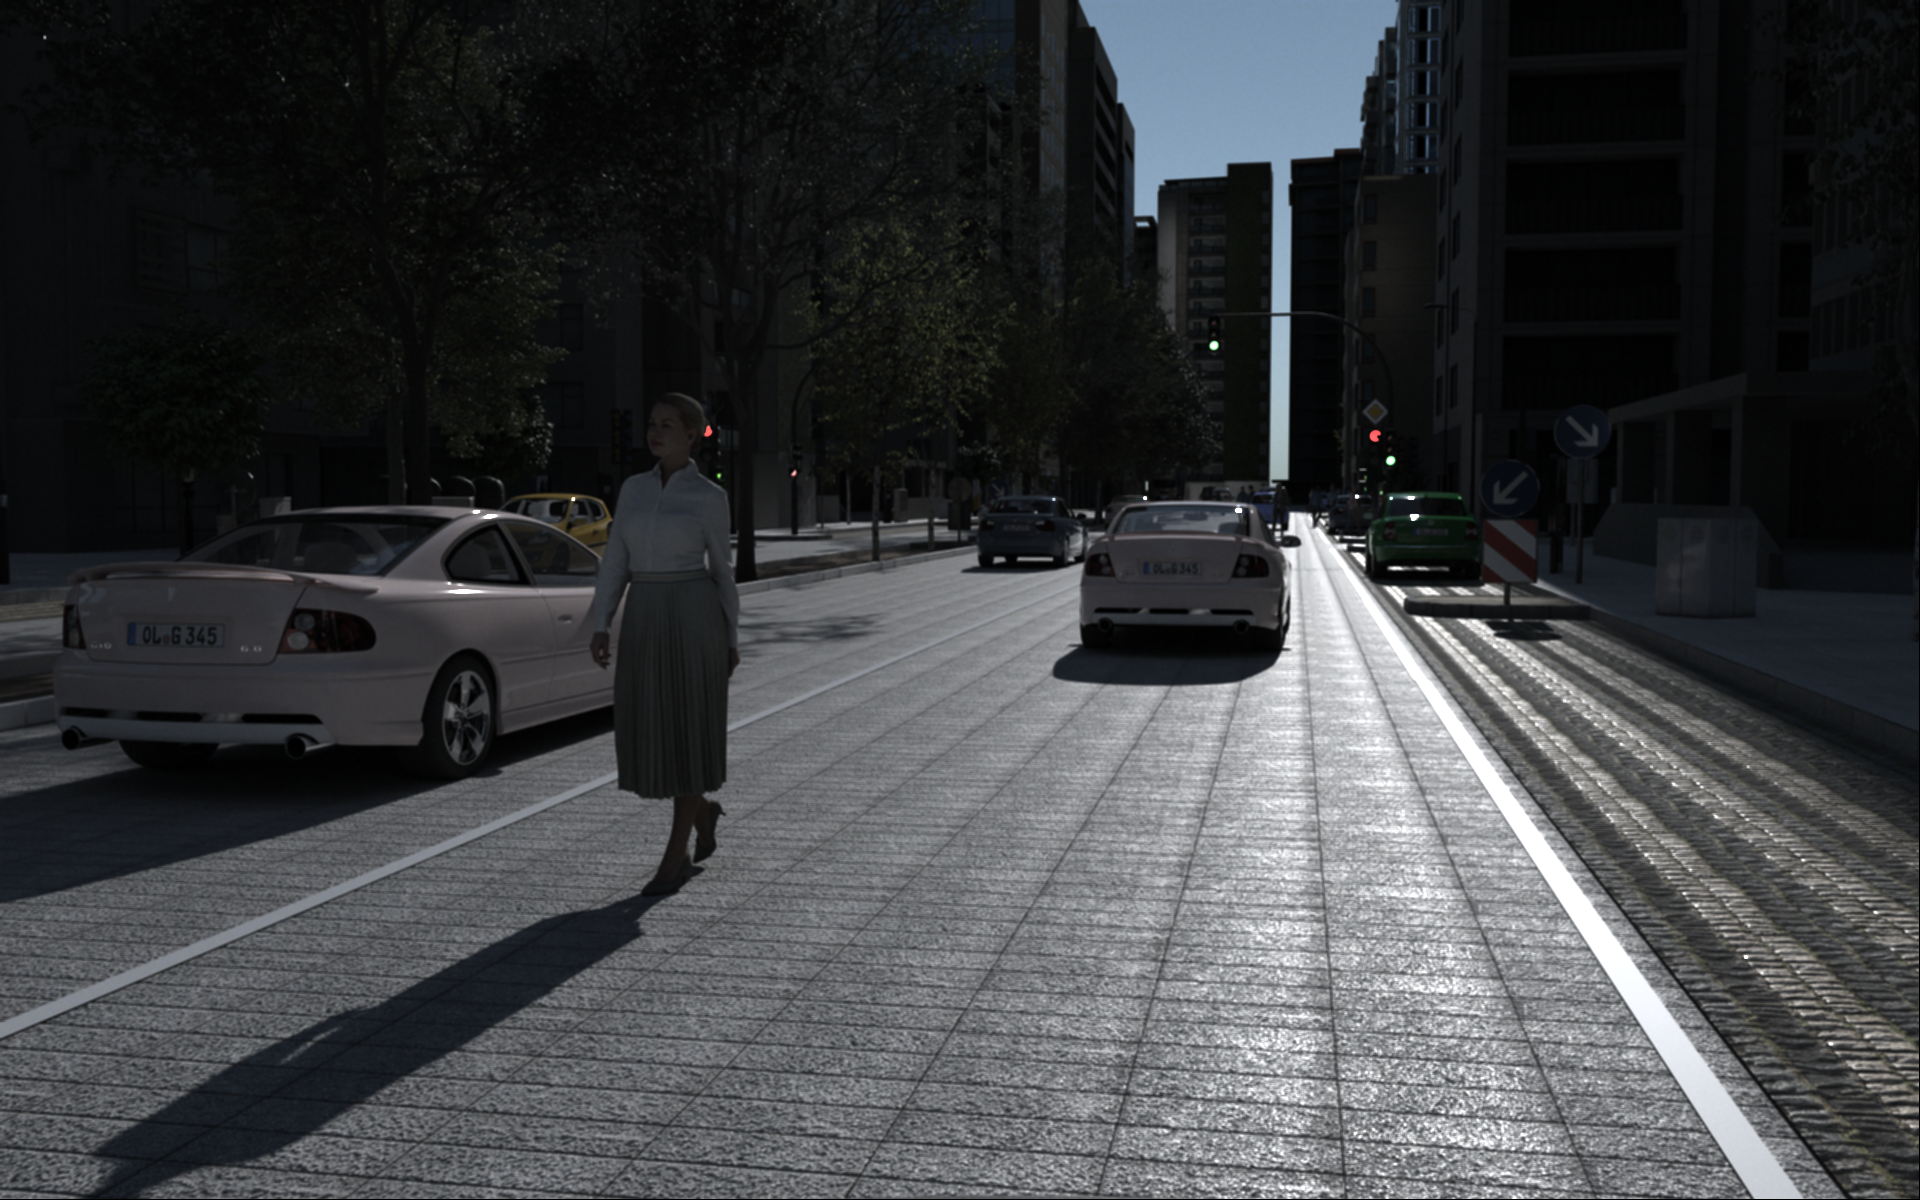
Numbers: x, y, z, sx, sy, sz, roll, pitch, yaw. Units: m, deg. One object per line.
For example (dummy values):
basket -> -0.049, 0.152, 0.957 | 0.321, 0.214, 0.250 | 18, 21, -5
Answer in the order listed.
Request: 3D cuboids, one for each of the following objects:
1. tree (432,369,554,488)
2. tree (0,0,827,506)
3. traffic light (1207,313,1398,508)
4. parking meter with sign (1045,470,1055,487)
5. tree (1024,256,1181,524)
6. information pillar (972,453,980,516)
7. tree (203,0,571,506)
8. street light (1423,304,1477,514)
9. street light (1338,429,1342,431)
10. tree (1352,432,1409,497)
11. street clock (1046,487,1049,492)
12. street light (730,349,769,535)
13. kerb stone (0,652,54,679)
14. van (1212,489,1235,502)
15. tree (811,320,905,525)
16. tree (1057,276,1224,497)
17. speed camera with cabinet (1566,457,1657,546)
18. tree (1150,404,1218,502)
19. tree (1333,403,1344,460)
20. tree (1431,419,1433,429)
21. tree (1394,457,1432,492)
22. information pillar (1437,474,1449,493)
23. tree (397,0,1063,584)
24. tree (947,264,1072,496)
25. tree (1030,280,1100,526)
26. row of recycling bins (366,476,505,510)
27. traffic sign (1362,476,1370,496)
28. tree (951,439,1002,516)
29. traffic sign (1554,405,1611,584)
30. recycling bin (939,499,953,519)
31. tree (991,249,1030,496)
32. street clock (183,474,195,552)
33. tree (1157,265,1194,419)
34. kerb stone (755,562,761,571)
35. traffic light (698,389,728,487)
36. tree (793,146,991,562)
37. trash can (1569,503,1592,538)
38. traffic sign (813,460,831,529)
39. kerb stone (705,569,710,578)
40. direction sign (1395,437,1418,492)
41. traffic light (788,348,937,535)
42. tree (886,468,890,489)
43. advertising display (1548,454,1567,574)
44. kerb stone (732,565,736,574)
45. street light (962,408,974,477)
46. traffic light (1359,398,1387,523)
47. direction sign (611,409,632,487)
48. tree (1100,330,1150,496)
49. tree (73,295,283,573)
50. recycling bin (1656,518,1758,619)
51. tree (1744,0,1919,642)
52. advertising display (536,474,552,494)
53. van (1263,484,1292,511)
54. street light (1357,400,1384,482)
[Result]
tree -> -12.218, -3.787, 45.633 | 4.285, 4.588, 4.351 | 0, 3, 0
tree -> -5.170, -4.904, 17.054 | 8.767, 10.594, 7.601 | 1, 4, 11
traffic light -> 8.593, -4.201, 43.356 | 4.771, 5.953, 1.251 | 1, 4, 11
parking meter with sign -> 6.639, -7.976, 126.669 | 0.543, 3.016, 1.738 | 0, 4, -6
tree -> 6.514, -9.861, 81.815 | 7.486, 12.596, 7.792 | 0, 3, 0
information pillar -> 0.914, -6.620, 99.595 | 0.504, 3.616, 0.183 | 3, 5, 44
tree -> -12.267, -7.218, 36.143 | 7.486, 12.596, 7.792 | 0, 3, 0
street light -> 12.002, -4.270, 42.360 | 1.470, 5.913, 1.316 | 1, 4, 11
street light -> 27.812, -9.292, 124.466 | 1.470, 5.913, 1.316 | 1, 4, 11
tree -> 21.712, -6.433, 88.890 | 4.285, 4.588, 4.351 | 0, 3, 0
street clock -> 6.175, -7.178, 121.924 | 0.471, 2.002, 0.358 | -2, 4, -33
street light -> -6.665, -5.014, 54.513 | 1.470, 5.913, 1.316 | 1, 4, 11
kerb stone -> -7.383, 0.527, 13.571 | 0.120, 0.150, 1.000 | 1, 4, 11
van -> 20.035, -7.677, 132.533 | 2.013, 2.044, 4.112 | 1, 4, 10
tree -> -4.482, -7.466, 72.426 | 4.737, 8.622, 4.395 | 0, 3, 0
tree -> 8.498, -10.444, 90.221 | 9.611, 12.733, 9.660 | 0, 3, 0
speed camera with cabinet -> 15.838, -2.923, 42.121 | 2.038, 3.252, 0.660 | 2, 4, 29
tree -> 12.727, -10.795, 113.370 | 8.767, 10.594, 7.601 | 1, 4, 11
tree -> 29.778, -10.898, 128.543 | 4.360, 8.622, 3.978 | 0, 3, 0
tree -> 27.093, -8.622, 91.330 | 4.360, 8.622, 3.978 | 0, 3, 0
tree -> 20.777, -5.219, 79.928 | 1.663, 3.219, 1.824 | 0, 3, 0
information pillar -> 17.433, -3.553, 62.580 | 0.304, 2.012, 0.304 | -1, 4, -13
tree -> -3.391, -6.981, 26.960 | 12.009, 13.543, 11.850 | 0, 3, 0
tree -> 1.534, -6.184, 53.930 | 4.737, 8.622, 4.395 | 0, 3, 0
tree -> 2.469, -6.505, 59.182 | 4.360, 8.622, 3.978 | 0, 3, 0
row of recycling bins -> -11.911, -1.991, 39.665 | 1.069, 1.692, 3.534 | 3, 4, 36
traffic sign -> 22.320, -5.773, 94.497 | 0.768, 2.556, 0.104 | 1, 4, 19
tree -> 1.028, -7.317, 103.346 | 4.285, 4.588, 4.351 | 0, 3, 0
traffic sign -> 8.884, -1.509, 24.774 | 0.768, 2.556, 0.104 | 1, 4, 19
recycling bin -> -0.674, -4.670, 88.902 | 0.722, 1.027, 0.722 | 1, 4, 14
tree -> -0.669, -5.447, 41.883 | 4.360, 8.622, 3.978 | 0, 3, 0
street clock -> -17.226, -2.082, 38.619 | 0.471, 2.002, 0.358 | -3, 5, -41
tree -> 3.983, -9.440, 67.163 | 12.009, 13.543, 11.850 | 0, 3, 0
kerb stone -> -3.893, -0.578, 31.706 | 0.120, 0.150, 1.000 | 1, 4, 11
traffic light -> -6.682, -3.517, 46.418 | 0.839, 4.253, 0.868 | 1, 4, 11
tree -> -1.742, -5.112, 36.394 | 4.360, 8.622, 3.978 | 0, 3, 0
trash can -> 18.262, -2.405, 50.976 | 0.748, 1.137, 0.748 | 0, 3, 0
traffic sign -> -5.083, -3.898, 63.833 | 0.768, 2.556, 0.104 | 1, 4, 14
kerb stone -> -4.282, -0.458, 29.686 | 0.120, 0.150, 1.000 | 1, 4, 11
direction sign -> 17.718, -4.694, 68.748 | 0.876, 3.537, 0.379 | 2, 4, 26
traffic light -> -3.100, -4.846, 53.898 | 4.771, 5.953, 1.251 | 1, 4, 11
tree -> -4.470, -6.710, 104.303 | 1.663, 3.219, 1.824 | 0, 3, 0
advertising display -> 9.721, -1.405, 28.182 | 0.123, 1.923, 0.974 | 2, 4, 28
kerb stone -> -4.086, -0.518, 30.697 | 0.120, 0.150, 1.000 | 1, 4, 11
street light -> 0.663, -7.330, 92.388 | 1.470, 5.913, 1.316 | 1, 4, 11
traffic light -> 12.176, -3.793, 50.943 | 0.839, 4.253, 0.868 | 1, 4, 11
direction sign -> -9.022, -3.320, 46.277 | 0.379, 3.537, 0.876 | 2, 4, 25
tree -> 6.081, -7.528, 75.897 | 4.360, 8.622, 3.978 | 0, 3, 0
tree -> -12.957, -2.764, 28.908 | 4.285, 4.588, 4.351 | 0, 3, 0
recycling bin -> 7.847, -0.346, 18.210 | 0.722, 1.027, 0.722 | -2, 4, -25
tree -> 8.610, -3.946, 14.877 | 4.360, 8.622, 3.978 | 0, 3, 0
advertising display -> -13.309, -3.069, 55.398 | 0.123, 1.923, 0.974 | -3, 4, -37
van -> 17.971, -5.628, 99.026 | 2.013, 2.044, 4.112 | 1, 4, 9
street light -> 20.288, -6.905, 85.439 | 1.470, 5.913, 1.316 | 1, 4, 11
